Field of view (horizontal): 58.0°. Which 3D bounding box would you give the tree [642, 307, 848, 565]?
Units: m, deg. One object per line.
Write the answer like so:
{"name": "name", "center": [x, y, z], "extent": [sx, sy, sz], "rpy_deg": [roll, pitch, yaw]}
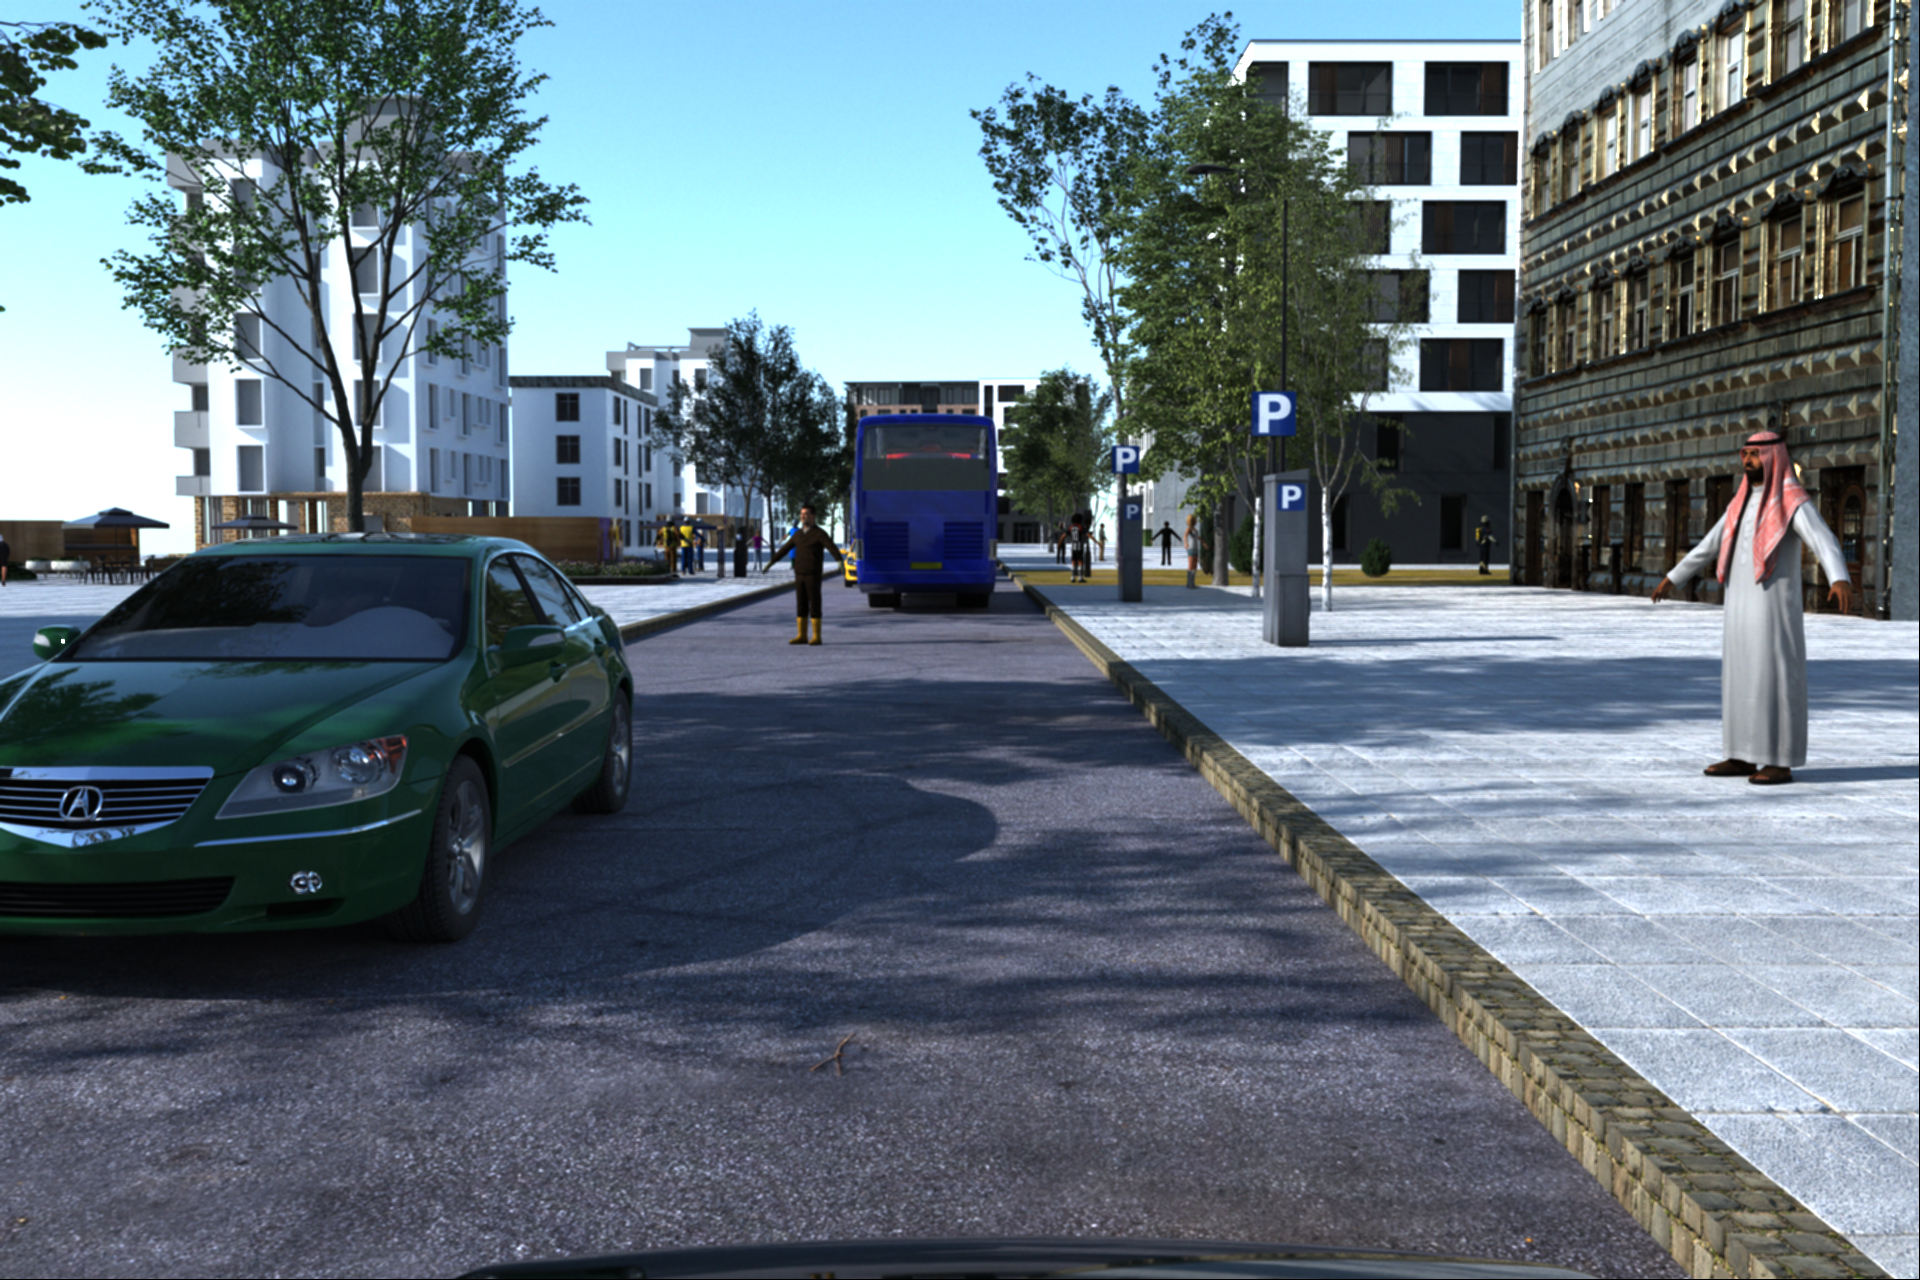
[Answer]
{"name": "tree", "center": [-8.998, -8.411, 71.925], "extent": [8.767, 10.594, 7.601], "rpy_deg": [-1, 4, -9]}

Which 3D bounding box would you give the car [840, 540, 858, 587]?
{"name": "car", "center": [-2.270, -2.303, 47.885], "extent": [2.015, 1.641, 3.980], "rpy_deg": [0, 3, 0]}

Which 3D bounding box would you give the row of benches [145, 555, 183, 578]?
{"name": "row of benches", "center": [-21.742, -2.177, 51.054], "extent": [4.104, 0.672, 1.422], "rpy_deg": [-1, 4, -21]}

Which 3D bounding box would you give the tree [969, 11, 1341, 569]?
{"name": "tree", "center": [7.047, -12.667, 62.987], "extent": [12.611, 20.169, 13.585], "rpy_deg": [0, 3, 0]}

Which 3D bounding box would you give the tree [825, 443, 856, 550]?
{"name": "tree", "center": [-8.374, -10.759, 126.274], "extent": [4.737, 8.622, 4.395], "rpy_deg": [0, 3, 0]}

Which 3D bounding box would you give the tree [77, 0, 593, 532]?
{"name": "tree", "center": [-9.598, -6.214, 27.349], "extent": [9.928, 11.665, 9.643], "rpy_deg": [0, 3, 0]}

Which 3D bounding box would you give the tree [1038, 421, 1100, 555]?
{"name": "tree", "center": [6.593, -9.621, 107.666], "extent": [4.737, 8.622, 4.395], "rpy_deg": [0, 3, 0]}

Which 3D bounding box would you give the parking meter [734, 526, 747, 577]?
{"name": "parking meter", "center": [-6.561, -2.646, 51.670], "extent": [0.372, 1.533, 0.369], "rpy_deg": [0, 3, 0]}

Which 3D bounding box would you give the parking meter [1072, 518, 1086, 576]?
{"name": "parking meter", "center": [3.642, -2.897, 53.078], "extent": [0.399, 1.863, 0.255], "rpy_deg": [0, 4, 0]}

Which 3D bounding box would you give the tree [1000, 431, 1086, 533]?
{"name": "tree", "center": [6.617, -12.152, 133.099], "extent": [7.601, 10.594, 8.767], "rpy_deg": [-1, 4, -10]}

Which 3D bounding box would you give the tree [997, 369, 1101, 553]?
{"name": "tree", "center": [6.138, -12.294, 119.127], "extent": [7.486, 12.596, 7.792], "rpy_deg": [0, 3, 0]}

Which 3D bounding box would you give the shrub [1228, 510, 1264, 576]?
{"name": "shrub", "center": [9.067, -3.009, 53.612], "extent": [1.690, 2.028, 1.600], "rpy_deg": [0, 3, 0]}

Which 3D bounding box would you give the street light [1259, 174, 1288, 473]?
{"name": "street light", "center": [4.627, -3.018, 21.887], "extent": [1.470, 5.913, 1.316], "rpy_deg": [0, 3, 0]}

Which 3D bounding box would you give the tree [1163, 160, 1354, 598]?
{"name": "tree", "center": [6.009, -5.175, 34.971], "extent": [4.737, 8.622, 4.395], "rpy_deg": [0, 3, 0]}

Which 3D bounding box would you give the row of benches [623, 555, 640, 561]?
{"name": "row of benches", "center": [-11.535, -2.263, 52.457], "extent": [4.104, 0.672, 1.422], "rpy_deg": [0, 4, 7]}

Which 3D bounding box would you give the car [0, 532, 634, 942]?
{"name": "car", "center": [-2.648, 0.257, 7.588], "extent": [2.131, 1.459, 4.920], "rpy_deg": [0, 3, 0]}

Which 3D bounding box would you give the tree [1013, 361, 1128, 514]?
{"name": "tree", "center": [6.095, -9.798, 94.605], "extent": [7.601, 10.594, 8.767], "rpy_deg": [-3, 4, -37]}

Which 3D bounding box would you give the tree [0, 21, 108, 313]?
{"name": "tree", "center": [-9.209, -5.681, 11.014], "extent": [7.486, 12.596, 7.792], "rpy_deg": [0, 3, 0]}

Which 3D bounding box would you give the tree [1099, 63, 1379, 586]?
{"name": "tree", "center": [6.768, -7.606, 42.492], "extent": [7.486, 12.596, 7.792], "rpy_deg": [0, 3, 0]}

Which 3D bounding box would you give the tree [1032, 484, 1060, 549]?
{"name": "tree", "center": [7.166, -12.117, 148.468], "extent": [4.737, 8.622, 4.395], "rpy_deg": [0, 3, 0]}

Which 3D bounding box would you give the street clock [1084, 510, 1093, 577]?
{"name": "street clock", "center": [3.786, -2.859, 51.310], "extent": [0.358, 2.002, 0.471], "rpy_deg": [0, 4, 0]}

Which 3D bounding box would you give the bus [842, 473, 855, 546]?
{"name": "bus", "center": [-2.393, -4.382, 63.199], "extent": [2.896, 3.916, 12.251], "rpy_deg": [0, 4, 0]}

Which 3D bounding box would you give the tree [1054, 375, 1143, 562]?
{"name": "tree", "center": [6.167, -7.913, 79.748], "extent": [4.360, 8.622, 3.978], "rpy_deg": [0, 3, 0]}

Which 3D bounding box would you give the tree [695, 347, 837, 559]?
{"name": "tree", "center": [-9.456, -9.176, 84.435], "extent": [7.601, 10.594, 8.767], "rpy_deg": [0, 4, -1]}

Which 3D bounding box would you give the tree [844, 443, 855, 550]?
{"name": "tree", "center": [-9.242, -11.640, 140.674], "extent": [4.360, 8.622, 3.978], "rpy_deg": [0, 3, 0]}

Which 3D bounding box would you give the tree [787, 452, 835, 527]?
{"name": "tree", "center": [-21.453, -20.293, 238.451], "extent": [9.857, 13.997, 8.962], "rpy_deg": [0, 3, 0]}

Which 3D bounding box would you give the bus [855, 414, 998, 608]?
{"name": "bus", "center": [-0.624, -2.756, 36.606], "extent": [2.896, 3.916, 12.251], "rpy_deg": [0, 4, 0]}

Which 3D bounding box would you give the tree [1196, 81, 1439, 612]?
{"name": "tree", "center": [6.212, -4.790, 28.680], "extent": [4.360, 8.622, 3.978], "rpy_deg": [0, 3, 0]}

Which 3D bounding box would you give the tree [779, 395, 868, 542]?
{"name": "tree", "center": [-8.592, -10.999, 114.246], "extent": [8.767, 10.594, 7.601], "rpy_deg": [1, 4, 11]}

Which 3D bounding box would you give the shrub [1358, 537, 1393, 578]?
{"name": "shrub", "center": [12.285, -2.451, 51.183], "extent": [1.383, 1.207, 1.383], "rpy_deg": [0, 3, 0]}

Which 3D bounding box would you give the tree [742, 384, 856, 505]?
{"name": "tree", "center": [-9.371, -10.431, 104.961], "extent": [7.601, 10.594, 8.767], "rpy_deg": [1, 4, 22]}

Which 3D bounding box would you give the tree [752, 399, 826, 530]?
{"name": "tree", "center": [-8.875, -8.735, 93.185], "extent": [4.360, 8.622, 3.978], "rpy_deg": [0, 3, 0]}
